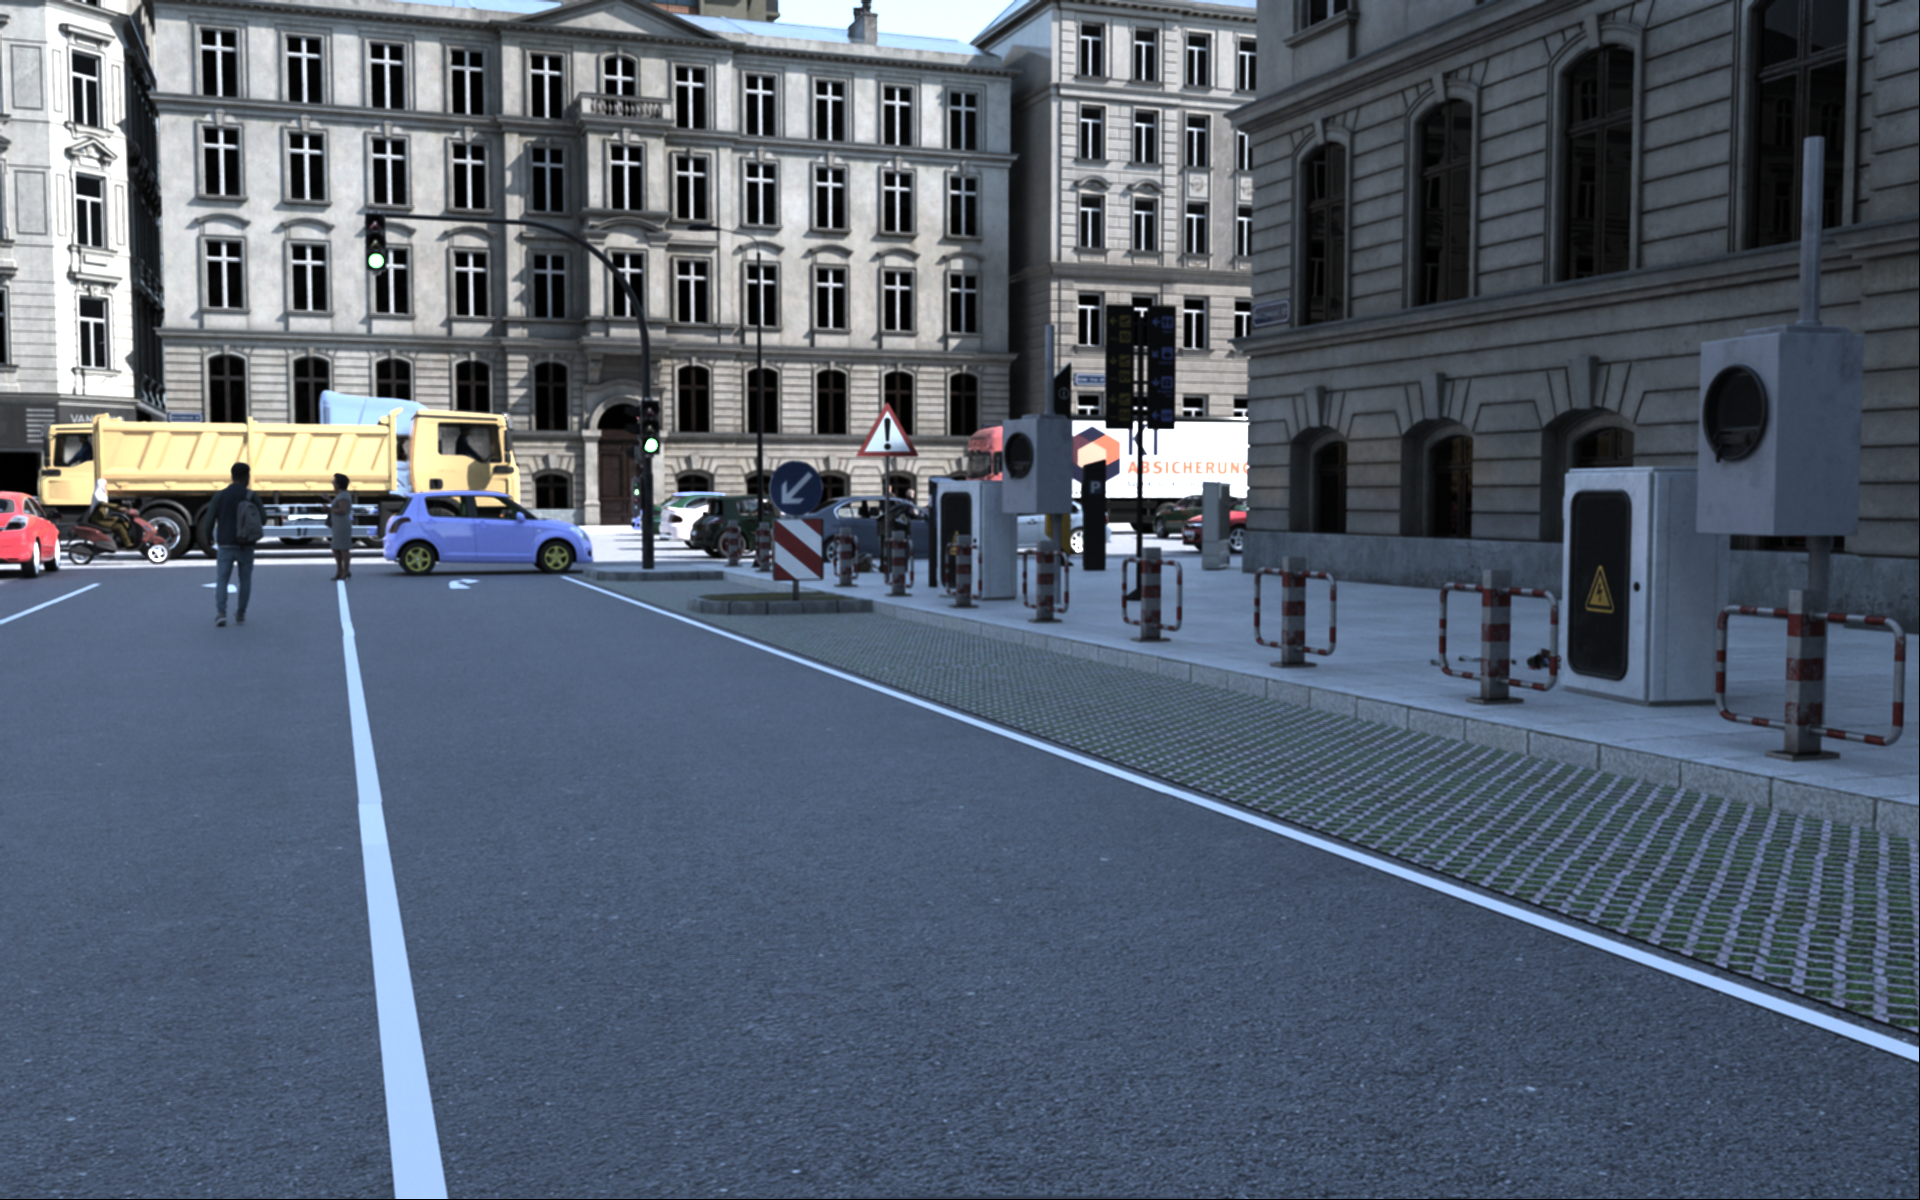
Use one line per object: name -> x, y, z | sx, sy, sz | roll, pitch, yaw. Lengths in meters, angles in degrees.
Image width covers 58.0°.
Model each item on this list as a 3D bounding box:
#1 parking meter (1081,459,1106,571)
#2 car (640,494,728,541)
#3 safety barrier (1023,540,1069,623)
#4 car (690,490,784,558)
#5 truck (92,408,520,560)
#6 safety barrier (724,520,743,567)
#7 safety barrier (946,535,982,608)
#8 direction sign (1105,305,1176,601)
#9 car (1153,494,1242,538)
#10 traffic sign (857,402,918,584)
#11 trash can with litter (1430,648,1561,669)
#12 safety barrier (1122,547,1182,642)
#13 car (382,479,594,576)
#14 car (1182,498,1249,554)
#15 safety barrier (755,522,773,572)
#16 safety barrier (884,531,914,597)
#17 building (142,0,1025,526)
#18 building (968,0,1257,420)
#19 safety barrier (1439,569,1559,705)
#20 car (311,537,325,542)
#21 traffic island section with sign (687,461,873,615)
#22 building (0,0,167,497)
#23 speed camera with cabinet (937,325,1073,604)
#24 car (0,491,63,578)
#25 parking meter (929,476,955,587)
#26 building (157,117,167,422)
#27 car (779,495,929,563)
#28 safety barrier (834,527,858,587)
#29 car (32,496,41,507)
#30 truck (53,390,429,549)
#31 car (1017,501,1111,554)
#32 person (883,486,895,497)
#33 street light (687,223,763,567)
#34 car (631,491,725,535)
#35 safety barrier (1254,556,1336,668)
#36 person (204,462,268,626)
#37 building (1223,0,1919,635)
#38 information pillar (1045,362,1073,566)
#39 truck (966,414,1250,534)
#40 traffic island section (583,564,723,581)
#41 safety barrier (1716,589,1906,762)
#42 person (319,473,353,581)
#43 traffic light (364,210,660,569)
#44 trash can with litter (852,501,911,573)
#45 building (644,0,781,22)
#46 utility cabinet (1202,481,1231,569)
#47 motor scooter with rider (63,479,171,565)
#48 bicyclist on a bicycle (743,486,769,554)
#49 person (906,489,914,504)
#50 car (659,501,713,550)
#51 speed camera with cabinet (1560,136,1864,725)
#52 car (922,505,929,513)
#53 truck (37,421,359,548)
parking meter -> 2.241, -1.432, 29.127 | 0.399, 1.863, 0.255 | 0, 4, -5
car -> -7.517, -2.592, 54.172 | 4.920, 1.459, 2.131 | -1, 4, -20
safety barrier -> 0.852, -0.187, 17.329 | 0.300, 0.817, 1.120 | -1, 4, -20
car -> -4.041, -1.815, 39.468 | 4.222, 1.686, 2.009 | -1, 4, -21
truck -> -14.268, -2.677, 39.691 | 9.791, 3.379, 3.469 | -1, 4, -20
safety barrier -> -4.023, -1.005, 30.708 | 0.300, 0.817, 1.120 | -1, 4, -20
safety barrier -> 0.039, -0.323, 19.555 | 0.300, 0.817, 1.120 | -1, 4, -20
direction sign -> 2.172, -1.767, 20.885 | 0.876, 3.537, 0.379 | -1, 4, -14
car -> 7.861, -2.673, 55.498 | 2.131, 1.459, 4.920 | -1, 4, -20
traffic sign -> -1.036, -1.509, 24.678 | 0.884, 2.594, 0.081 | -1, 4, -11
trash can with litter -> 4.670, -0.120, 13.019 | 2.233, 1.210, 1.678 | 1, 4, 9
safety barrier -> 1.664, -0.050, 15.093 | 0.300, 0.817, 1.120 | -1, 4, -20
car -> -8.549, -1.337, 31.451 | 3.694, 1.707, 1.945 | -1, 4, -20
car -> 7.635, -2.073, 42.940 | 4.494, 1.783, 2.155 | -1, 4, -21
safety barrier -> -3.213, -0.869, 28.481 | 0.300, 0.817, 1.120 | -1, 4, -20
safety barrier -> -0.774, -0.459, 21.785 | 0.300, 0.817, 1.120 | -1, 4, -20
building -> -15.424, -15.620, 74.474 | 34.723, 24.649, 14.460 | -1, 4, -20
building -> 13.314, -17.486, 83.153 | 25.104, 27.353, 12.463 | -1, 4, -20
safety barrier -> 3.290, 0.223, 10.634 | 0.300, 0.817, 1.120 | -1, 4, -20
car -> -18.347, -2.628, 52.760 | 4.222, 1.686, 2.009 | -1, 4, -18
traffic island section with sign -> -2.311, -0.780, 21.388 | 1.989, 1.847, 2.006 | -1, 4, -20
building -> -52.857, -17.461, 61.910 | 44.131, 29.872, 17.030 | -1, 4, -20
speed camera with cabinet -> 0.503, -1.618, 20.786 | 0.660, 3.252, 2.038 | -2, 4, -35
car -> -17.141, -1.322, 30.663 | 2.155, 1.783, 4.494 | -1, 4, -21
parking meter -> -0.246, -0.951, 23.952 | 0.372, 1.533, 0.369 | 0, 3, 0
building -> -99.997, -38.580, 220.022 | 27.495, 52.752, 28.713 | -1, 4, -20
car -> -1.430, -1.382, 34.598 | 4.499, 1.417, 2.014 | -1, 4, -19
safety barrier -> -1.584, -0.595, 24.012 | 0.300, 0.817, 1.120 | -1, 4, -20
car -> -29.377, -2.609, 54.655 | 4.499, 1.417, 2.014 | -1, 4, -18
truck -> -22.235, -3.312, 43.913 | 18.799, 4.110, 2.967 | -1, 4, -19
car -> 1.377, -1.799, 41.418 | 4.499, 1.417, 2.014 | -1, 4, -20
person -> -2.615, -3.304, 63.079 | 0.990, 1.755, 0.434 | 3, 5, 42
street light -> -4.012, -3.519, 30.076 | 1.470, 5.913, 1.316 | -1, 4, -20
car -> -9.840, -3.186, 61.683 | 3.694, 1.707, 1.945 | -1, 4, -21
safety barrier -> 2.479, 0.086, 12.868 | 0.300, 0.817, 1.120 | -1, 4, -20
person -> -7.947, -0.623, 19.029 | 0.623, 1.781, 0.721 | -2, 4, -31
building -> 15.237, -11.885, 13.402 | 14.460, 24.649, 34.723 | -1, 4, -20
information pillar -> 1.760, -2.414, 30.819 | 0.504, 3.616, 0.183 | -2, 4, -26
truck -> 5.167, -4.504, 62.558 | 11.283, 4.237, 2.839 | -1, 4, -19
traffic island section -> -5.340, -0.456, 29.738 | 2.009, 0.180, 2.903 | -1, 4, -20
safety barrier -> 4.101, 0.359, 8.408 | 0.300, 0.817, 1.120 | -1, 4, -20
person -> -10.358, -1.215, 28.720 | 0.532, 1.782, 0.716 | -1, 4, -23
traffic light -> -7.317, -3.308, 28.760 | 4.771, 5.953, 1.251 | -1, 4, -20
trash can with litter -> -1.324, -1.037, 28.342 | 1.055, 1.170, 0.624 | 1, 4, 11
building -> -26.933, -29.685, 139.981 | 22.147, 44.769, 28.867 | -1, 4, -20
utility cabinet -> 4.405, -1.285, 29.687 | 0.318, 1.500, 1.173 | 1, 4, 18
motor scooter with rider -> -17.131, -1.602, 35.154 | 1.986, 1.779, 0.876 | -1, 4, -20
bicyclist on a bicycle -> -4.678, -1.934, 41.650 | 1.625, 1.676, 1.499 | -1, 4, -19
person -> -1.307, -2.033, 43.942 | 0.569, 1.553, 0.471 | -3, 4, -36
car -> -5.488, -2.034, 45.620 | 4.827, 1.381, 2.083 | -1, 4, -20
speed camera with cabinet -> 4.407, -0.978, 10.334 | 0.660, 3.252, 2.038 | -1, 4, -13
car -> 0.596, -2.781, 58.055 | 3.894, 1.354, 1.945 | -1, 4, -20
truck -> -20.980, -3.185, 48.001 | 9.791, 3.379, 3.469 | -1, 4, -22
